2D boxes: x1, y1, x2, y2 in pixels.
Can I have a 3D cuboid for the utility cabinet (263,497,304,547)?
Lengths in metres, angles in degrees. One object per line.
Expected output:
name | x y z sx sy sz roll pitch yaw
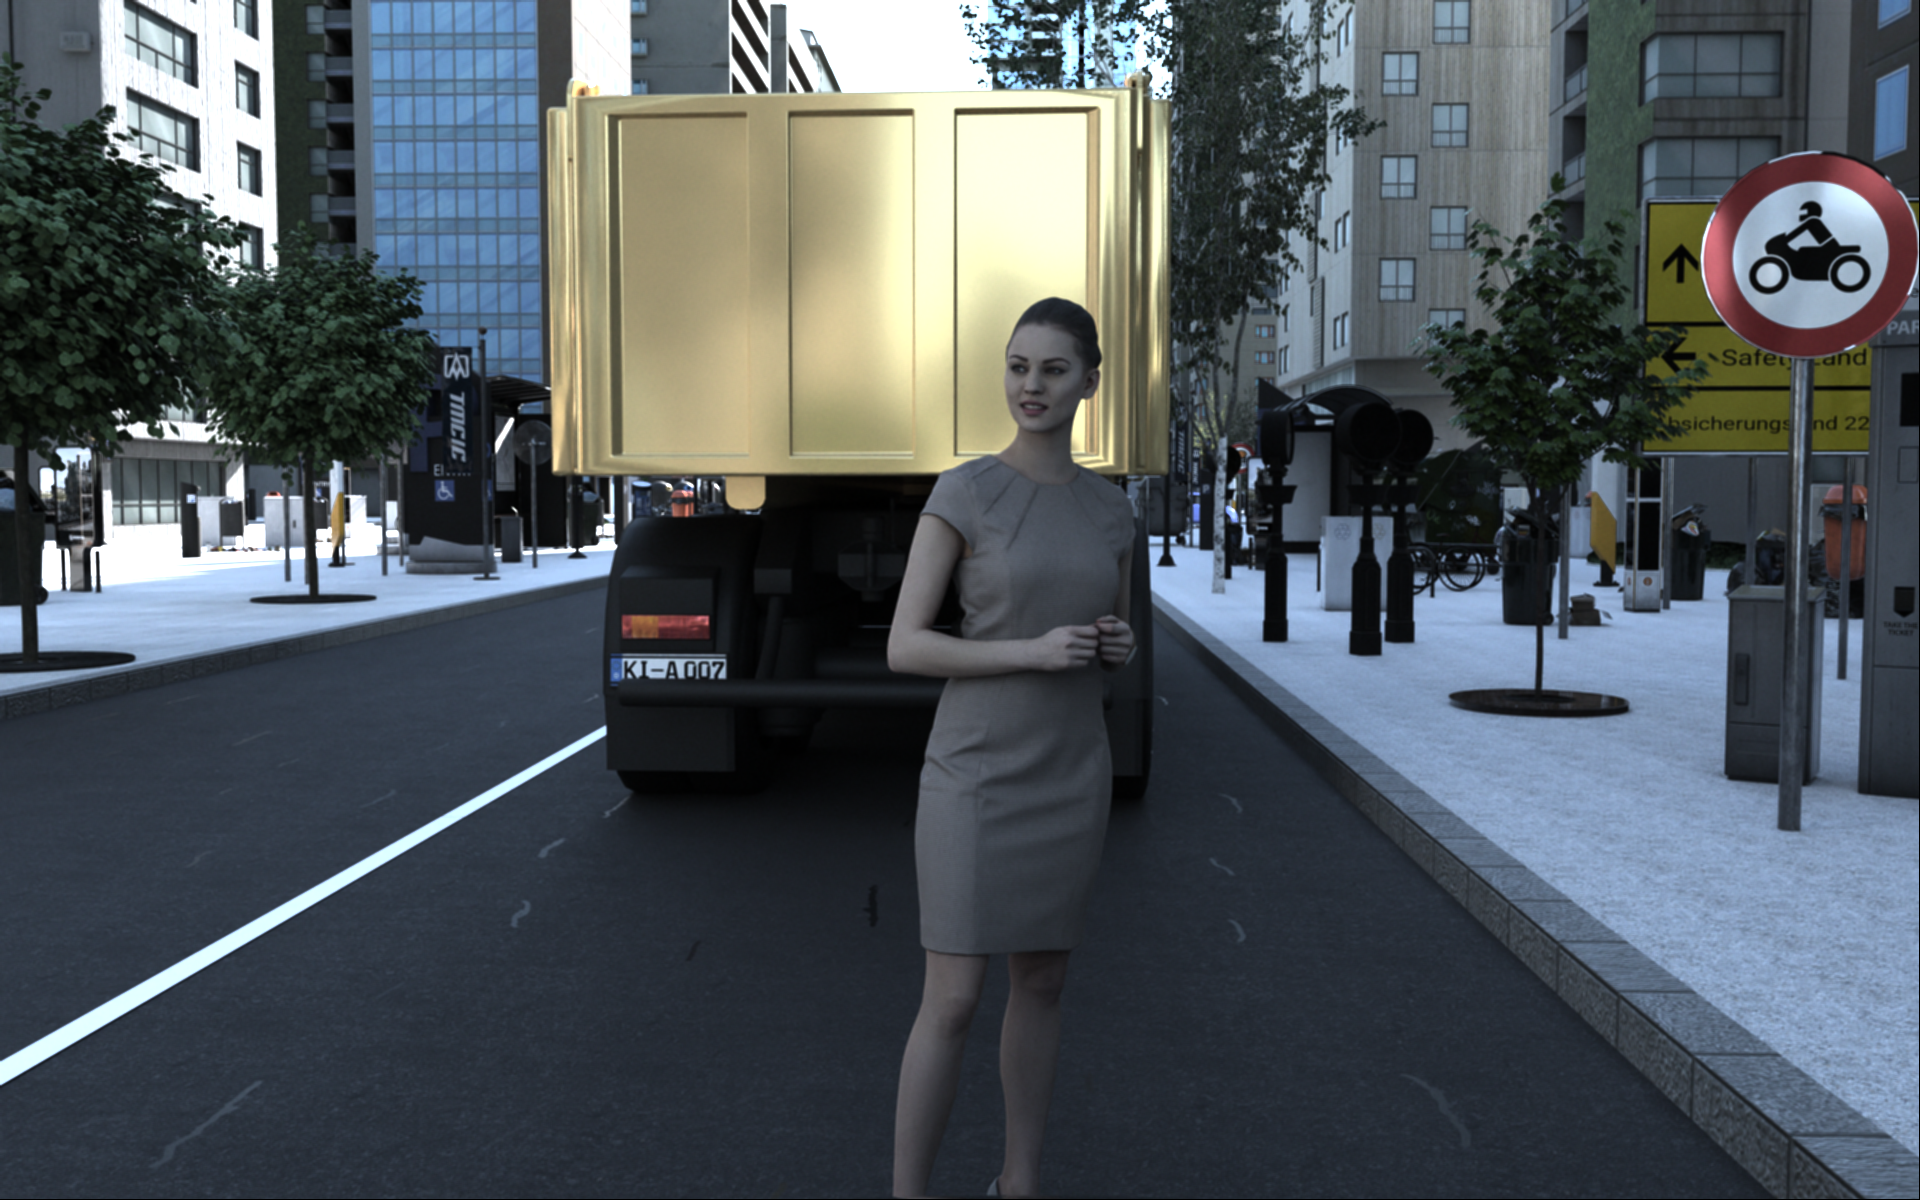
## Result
utility cabinet | -16.384 -1.897 42.176 1.020 1.237 0.306 -1 4 -10

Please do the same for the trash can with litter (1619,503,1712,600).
trash can with litter | 8.577 -0.596 21.127 0.624 1.170 1.055 -3 5 -43

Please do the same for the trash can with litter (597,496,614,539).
trash can with litter | -10.692 -2.382 50.011 1.678 1.210 2.233 1 4 13

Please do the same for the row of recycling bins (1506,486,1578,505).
row of recycling bins | 29.228 -4.917 87.505 3.534 1.692 1.069 2 4 24

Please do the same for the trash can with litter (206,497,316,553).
trash can with litter | -15.764 -1.665 38.280 2.233 1.210 1.678 0 4 3

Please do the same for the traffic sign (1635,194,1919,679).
traffic sign | 5.792 -1.103 11.913 2.265 3.308 0.079 0 4 3

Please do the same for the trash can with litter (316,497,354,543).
trash can with litter | -17.301 -2.117 45.674 2.233 1.210 1.678 0 4 -4

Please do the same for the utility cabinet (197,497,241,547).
utility cabinet | -18.196 -1.916 42.484 1.020 1.237 0.306 0 4 3

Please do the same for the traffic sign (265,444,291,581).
traffic sign | -9.887 -1.547 25.402 0.768 2.556 0.104 0 4 7

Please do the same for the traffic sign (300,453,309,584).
traffic sign | -9.282 -1.502 24.554 0.884 2.594 0.081 0 4 4

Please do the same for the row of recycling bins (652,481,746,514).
row of recycling bins | -8.802 -3.095 57.713 3.534 1.692 1.069 -2 4 -35

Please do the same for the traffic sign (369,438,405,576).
traffic sign | -9.069 -1.659 27.228 0.768 2.556 0.104 1 4 9

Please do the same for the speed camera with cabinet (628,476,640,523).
speed camera with cabinet | -9.097 -3.235 47.233 0.660 3.252 2.038 -1 4 -13

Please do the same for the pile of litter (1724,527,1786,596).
pile of litter | 10.505 -0.488 21.945 1.719 0.858 1.176 0 4 4

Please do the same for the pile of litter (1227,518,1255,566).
pile of litter | 5.193 -1.077 31.582 1.176 0.858 1.719 2 4 23

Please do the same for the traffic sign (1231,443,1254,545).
traffic sign | 6.955 -2.625 43.026 0.768 2.556 0.104 0 4 7

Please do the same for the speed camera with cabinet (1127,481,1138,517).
speed camera with cabinet | 6.271 -4.334 65.196 0.660 3.252 2.038 0 4 -6

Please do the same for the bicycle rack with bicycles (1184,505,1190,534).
bicycle rack with bicycles | 7.517 -2.614 56.129 2.852 0.926 2.925 0 4 6

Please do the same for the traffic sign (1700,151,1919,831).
traffic sign | 3.172 -0.394 6.548 0.768 2.556 0.104 1 4 10

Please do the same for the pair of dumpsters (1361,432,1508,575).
pair of dumpsters | 8.007 -1.651 29.480 1.574 2.255 4.437 0 4 2

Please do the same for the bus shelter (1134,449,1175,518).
bus shelter | 7.478 -4.652 69.988 2.014 3.302 5.546 0 4 2

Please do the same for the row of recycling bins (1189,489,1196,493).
row of recycling bins | 18.987 -8.086 139.311 3.534 1.692 1.069 -1 4 -10

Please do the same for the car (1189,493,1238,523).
car | 10.125 -3.984 74.723 3.694 1.707 1.945 0 4 0

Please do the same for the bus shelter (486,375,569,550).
bus shelter | -9.753 -2.812 37.265 1.731 3.624 6.357 0 4 2

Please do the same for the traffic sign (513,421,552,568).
traffic sign | -7.396 -1.832 30.058 0.768 2.556 0.104 0 4 8

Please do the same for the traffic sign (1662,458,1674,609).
traffic sign | 7.867 -1.169 19.218 0.768 2.556 0.104 1 4 11

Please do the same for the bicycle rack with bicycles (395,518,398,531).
bicycle rack with bicycles | -16.645 -2.635 56.469 2.925 0.926 2.852 3 5 42

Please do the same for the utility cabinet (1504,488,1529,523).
utility cabinet | 19.287 -3.191 60.844 0.318 1.500 1.173 -3 4 -36

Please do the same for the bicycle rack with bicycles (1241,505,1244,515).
bicycle rack with bicycles | 18.678 -5.635 105.516 2.852 0.926 2.925 -3 5 -45

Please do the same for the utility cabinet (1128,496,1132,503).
utility cabinet | 4.757 -2.574 53.249 1.020 1.237 0.306 1 4 17

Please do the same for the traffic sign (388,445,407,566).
traffic sign | -9.936 -1.880 30.750 0.884 2.594 0.081 0 4 7

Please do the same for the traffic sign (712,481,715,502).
traffic sign | -7.361 -3.162 51.797 0.768 2.556 0.104 1 4 11

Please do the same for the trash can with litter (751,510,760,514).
trash can with litter | -14.588 -7.280 130.084 2.233 1.210 1.678 -1 4 -8

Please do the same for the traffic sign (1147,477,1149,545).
traffic sign | 4.561 -2.441 42.035 0.606 2.300 0.079 0 4 4

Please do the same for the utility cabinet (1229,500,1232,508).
utility cabinet | 12.583 -4.423 83.473 1.020 1.237 0.306 2 4 35

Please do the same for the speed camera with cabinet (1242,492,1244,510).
speed camera with cabinet | 23.599 -9.058 142.438 2.038 3.252 0.660 0 4 6

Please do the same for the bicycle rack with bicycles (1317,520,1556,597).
bicycle rack with bicycles | 5.972 -0.583 22.921 2.852 0.926 2.925 -3 4 -39

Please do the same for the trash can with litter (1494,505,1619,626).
trash can with litter | 5.838 -0.348 17.070 1.055 1.170 0.624 0 4 7

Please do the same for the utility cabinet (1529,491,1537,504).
utility cabinet | 23.011 -3.731 69.686 0.318 1.500 1.173 -2 4 -26

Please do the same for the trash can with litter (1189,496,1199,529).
trash can with litter | 8.713 -3.281 64.707 1.678 1.210 2.233 -3 4 -38

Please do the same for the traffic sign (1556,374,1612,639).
traffic sign | 5.351 -0.929 15.289 0.768 2.556 0.104 1 4 10

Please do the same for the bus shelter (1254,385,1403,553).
bus shelter | 7.280 -2.505 34.876 2.014 3.302 5.546 0 4 2

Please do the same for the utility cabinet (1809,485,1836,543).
utility cabinet | 20.285 -1.943 40.449 1.173 1.500 0.318 -1 4 -16

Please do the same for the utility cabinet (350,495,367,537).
utility cabinet | -18.199 -2.490 51.865 0.306 1.237 1.020 1 4 14
